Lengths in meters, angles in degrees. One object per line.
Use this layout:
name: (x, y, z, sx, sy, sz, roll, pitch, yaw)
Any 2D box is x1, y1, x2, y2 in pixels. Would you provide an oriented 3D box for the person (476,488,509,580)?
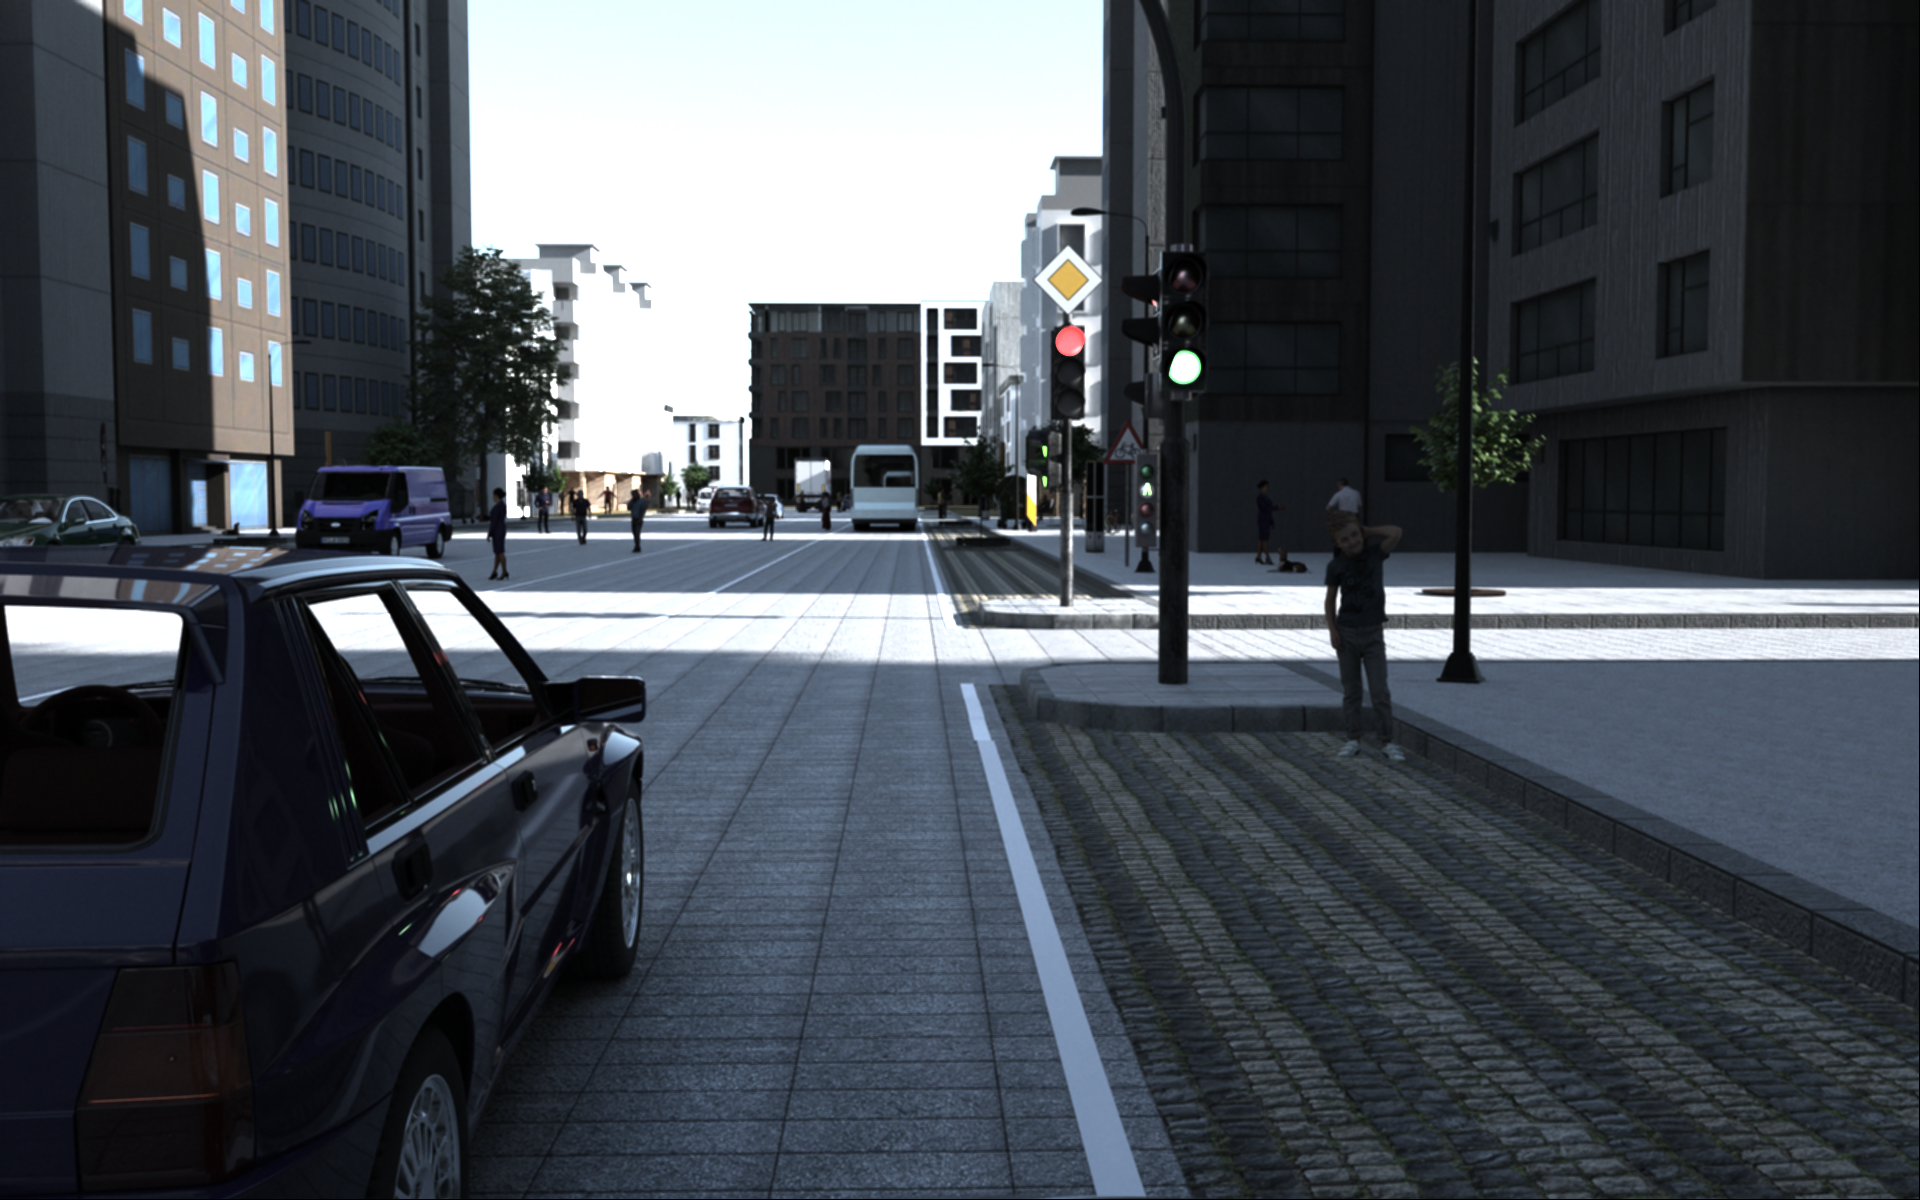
person: (-7.815, -1.102, 28.890, 0.546, 1.535, 0.453, -1, 4, -11)

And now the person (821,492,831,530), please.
person: (-5.312, -3.534, 68.742, 0.387, 1.526, 0.523, 0, 4, -4)

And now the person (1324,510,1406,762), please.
person: (2.189, 0.187, 9.359, 0.435, 1.345, 0.340, 1, 4, 11)

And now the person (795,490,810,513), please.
person: (-12.075, -7.569, 132.973, 1.217, 1.735, 0.721, -2, 4, -25)

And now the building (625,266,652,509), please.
building: (-34.193, -17.369, 140.407, 16.016, 20.091, 11.380, 0, 4, -2)

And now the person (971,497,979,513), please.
person: (1.462, -6.988, 120.305, 1.348, 1.822, 0.705, 1, 4, 17)

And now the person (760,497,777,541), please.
person: (-5.880, -2.495, 53.197, 0.435, 1.345, 0.340, -3, 4, -36)

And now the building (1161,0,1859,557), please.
building: (12.007, -16.648, 43.893, 14.160, 30.474, 14.107, 0, 4, -2)

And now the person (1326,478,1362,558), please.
person: (6.366, -1.255, 28.777, 0.614, 1.554, 0.590, 0, 4, -3)

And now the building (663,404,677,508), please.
building: (-41.444, -13.447, 162.009, 28.070, 9.664, 9.099, 0, 4, -2)

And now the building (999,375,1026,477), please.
building: (8.014, -11.046, 122.751, 9.099, 9.664, 28.070, 0, 4, -2)

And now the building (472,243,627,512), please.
building: (-34.033, -16.644, 128.543, 16.016, 20.091, 11.380, 0, 4, -2)

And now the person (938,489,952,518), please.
person: (-0.898, -5.835, 104.706, 0.742, 1.727, 0.445, -2, 4, -25)

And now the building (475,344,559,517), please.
building: (-29.816, -10.216, 109.172, 9.099, 9.664, 28.070, 0, 4, -2)

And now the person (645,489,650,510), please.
person: (-24.563, -7.875, 136.263, 0.415, 1.643, 0.593, 1, 4, 11)

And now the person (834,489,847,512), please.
person: (-9.457, -7.792, 135.988, 1.348, 1.812, 0.705, 3, 5, 39)

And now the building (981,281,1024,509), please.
building: (10.884, -17.497, 152.538, 16.747, 18.905, 31.486, 0, 4, -2)

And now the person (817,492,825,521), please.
person: (-7.327, -4.936, 91.573, 0.546, 1.535, 0.453, 0, 4, 5)

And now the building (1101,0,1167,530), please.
building: (16.675, -32.531, 73.882, 21.231, 58.520, 28.212, 0, 4, -2)

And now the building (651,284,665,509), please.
building: (-34.226, -18.088, 152.152, 16.016, 20.091, 11.380, 0, 4, -2)

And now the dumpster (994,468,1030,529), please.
dumpster: (2.029, -3.813, 64.838, 1.502, 2.255, 1.985, 0, 4, -2)

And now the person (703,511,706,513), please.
person: (-19.274, -7.462, 130.499, 0.705, 1.824, 1.348, 0, 4, -7)

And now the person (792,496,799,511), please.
person: (-14.053, -8.585, 149.653, 0.721, 1.735, 1.217, 2, 4, 34)

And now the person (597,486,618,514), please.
person: (-22.927, -6.522, 112.617, 1.348, 1.831, 0.705, -1, 4, -21)

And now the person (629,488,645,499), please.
person: (-24.049, -7.473, 128.946, 1.217, 1.743, 0.721, -2, 4, -28)

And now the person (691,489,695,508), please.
person: (-24.045, -9.167, 156.651, 0.721, 1.736, 1.217, -1, 4, -14)

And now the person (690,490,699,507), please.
person: (-25.653, -9.842, 167.685, 0.721, 1.735, 1.217, 2, 4, 32)

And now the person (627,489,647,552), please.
person: (-7.948, -1.951, 42.619, 0.429, 1.552, 0.499, -2, 4, -35)

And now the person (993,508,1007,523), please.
person: (1.830, -3.914, 77.961, 0.695, 0.859, 0.347, 0, 4, -2)

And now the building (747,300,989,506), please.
building: (-6.670, -21.533, 196.042, 32.646, 21.610, 27.936, 0, 4, -2)

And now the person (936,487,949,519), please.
person: (-1.055, -5.578, 99.795, 0.705, 1.812, 1.348, -2, 4, -30)

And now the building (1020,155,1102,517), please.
building: (11.707, -15.072, 102.839, 16.016, 20.091, 11.380, 0, 4, -2)

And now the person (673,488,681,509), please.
person: (-24.877, -8.992, 152.687, 0.705, 1.869, 1.348, 1, 4, 18)

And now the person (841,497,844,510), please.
person: (-10.931, -9.024, 159.282, 0.697, 1.427, 0.421, -1, 4, -17)

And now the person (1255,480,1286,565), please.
person: (5.642, -1.408, 31.434, 0.546, 1.535, 0.453, 1, 4, 14)

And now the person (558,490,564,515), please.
person: (-24.570, -6.058, 106.567, 0.593, 1.643, 0.415, 3, 5, 44)

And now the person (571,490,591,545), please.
person: (-10.662, -2.345, 49.053, 0.569, 1.553, 0.471, 1, 4, 18)

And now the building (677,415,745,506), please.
building: (-37.481, -14.863, 185.156, 28.070, 9.664, 9.099, 0, 4, -2)

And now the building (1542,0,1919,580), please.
building: (17.901, -15.695, 28.310, 14.107, 30.474, 14.160, 0, 4, -2)

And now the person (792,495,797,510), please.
person: (-14.825, -9.207, 159.056, 1.348, 1.821, 0.705, -1, 4, -17)

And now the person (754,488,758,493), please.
person: (-14.049, -6.716, 118.321, 0.705, 1.822, 1.348, -1, 4, -18)

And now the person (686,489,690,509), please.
person: (-23.306, -8.643, 148.067, 0.721, 1.736, 1.217, -1, 4, -17)

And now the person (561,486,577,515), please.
person: (-23.448, -5.993, 104.557, 1.217, 1.766, 0.721, -1, 4, -23)

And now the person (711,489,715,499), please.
person: (-17.518, -7.008, 123.059, 0.705, 1.826, 1.348, 0, 4, 1)

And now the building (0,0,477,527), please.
building: (-35.854, -32.679, 76.293, 21.231, 58.520, 28.212, 0, 4, -2)

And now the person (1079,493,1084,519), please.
person: (6.385, -4.924, 90.455, 0.340, 1.345, 0.435, 0, 4, -5)

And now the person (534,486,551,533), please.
person: (-15.115, -3.289, 62.985, 0.504, 1.737, 0.576, 3, 4, 36)

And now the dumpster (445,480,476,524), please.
dumpster: (-21.537, -4.177, 74.058, 1.264, 1.857, 1.865, 0, 4, -2)
